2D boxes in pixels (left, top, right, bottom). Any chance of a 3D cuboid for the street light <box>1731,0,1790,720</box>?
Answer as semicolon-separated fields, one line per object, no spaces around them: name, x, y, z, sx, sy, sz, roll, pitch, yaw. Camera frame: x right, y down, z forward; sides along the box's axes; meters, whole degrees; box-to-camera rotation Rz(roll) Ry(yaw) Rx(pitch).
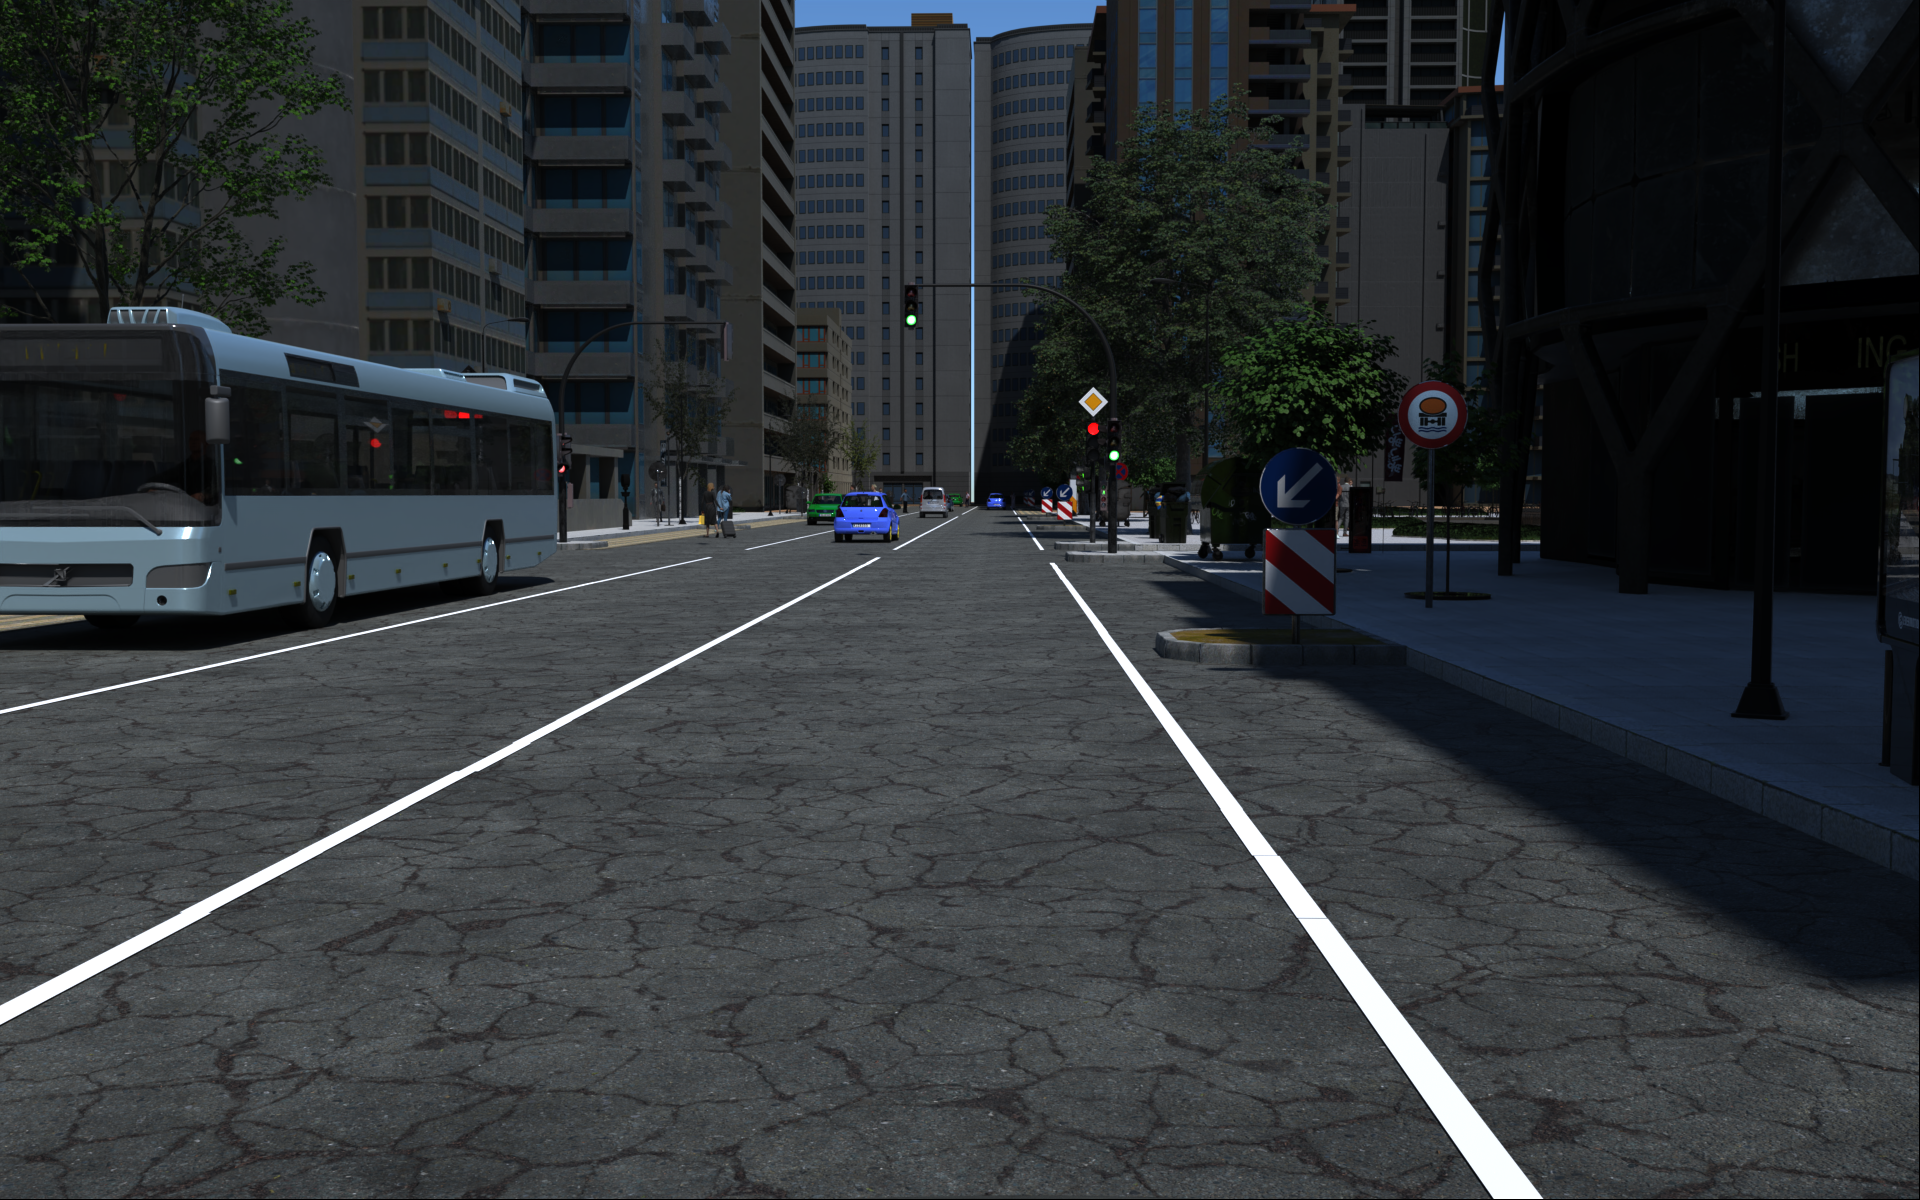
street light;4.078;-2.281;9.836;1.470;5.913;1.316;0;4;1

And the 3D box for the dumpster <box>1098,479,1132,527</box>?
dumpster;6.119;-3.816;68.151;1.264;1.857;1.865;0;4;2

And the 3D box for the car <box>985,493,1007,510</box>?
car;3.219;-8.799;153.461;1.945;1.707;3.694;0;4;0

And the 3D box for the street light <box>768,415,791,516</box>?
street light;-10.596;-7.895;101.630;1.470;5.913;1.316;0;4;1

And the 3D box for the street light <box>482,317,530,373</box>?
street light;-12.009;-4.473;45.679;1.470;5.913;1.316;0;4;1

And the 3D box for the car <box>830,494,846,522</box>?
car;-5.924;-4.990;91.371;2.009;1.686;4.222;0;4;0

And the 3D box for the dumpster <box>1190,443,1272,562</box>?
dumpster;5.322;-1.904;33.617;1.502;2.255;1.985;0;4;1

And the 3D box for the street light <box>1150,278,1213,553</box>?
street light;4.781;-3.967;37.403;1.470;5.913;1.316;0;4;1

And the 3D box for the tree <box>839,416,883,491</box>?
tree;-9.550;-13.052;163.768;4.737;8.622;4.395;0;3;0

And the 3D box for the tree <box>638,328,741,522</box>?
tree;-12.208;-7.738;76.883;4.360;8.622;3.978;0;3;0

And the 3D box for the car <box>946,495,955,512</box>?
car;-1.462;-7.929;141.641;2.014;1.417;4.499;0;4;3

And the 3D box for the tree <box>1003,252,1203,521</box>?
tree;6.785;-10.035;81.084;9.611;12.733;9.660;0;3;0

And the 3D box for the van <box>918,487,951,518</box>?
van;-1.574;-5.985;104.863;2.013;2.044;4.112;0;4;1

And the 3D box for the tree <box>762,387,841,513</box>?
tree;-11.179;-10.279;118.424;4.360;8.622;3.978;0;3;0

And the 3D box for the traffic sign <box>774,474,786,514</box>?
traffic sign;-11.445;-6.721;110.000;0.768;2.556;0.104;0;4;5

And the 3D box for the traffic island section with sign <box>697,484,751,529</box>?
traffic island section with sign;-9.613;-3.801;70.770;1.989;1.847;2.006;0;4;1

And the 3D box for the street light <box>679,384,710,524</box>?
street light;-11.226;-6.159;73.245;1.470;5.913;1.316;0;4;1

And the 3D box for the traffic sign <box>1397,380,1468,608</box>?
traffic sign;5.299;-1.186;19.490;0.768;2.556;0.104;1;4;8

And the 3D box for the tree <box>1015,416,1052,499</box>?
tree;10.283;-16.646;197.917;9.928;11.665;9.643;0;3;0

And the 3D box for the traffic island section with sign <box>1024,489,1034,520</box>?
traffic island section with sign;4.760;-5.429;97.395;1.989;1.847;2.006;0;4;1

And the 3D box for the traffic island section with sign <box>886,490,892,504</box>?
traffic island section with sign;-7.103;-10.190;175.228;1.989;1.847;2.006;0;4;1

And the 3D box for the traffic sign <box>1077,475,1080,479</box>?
traffic sign;7.503;-6.920;113.241;0.768;2.556;0.104;1;4;8

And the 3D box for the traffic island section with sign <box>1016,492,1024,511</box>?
traffic island section with sign;5.963;-8.526;148.022;1.989;1.847;2.006;0;4;1

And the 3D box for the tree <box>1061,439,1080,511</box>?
tree;8.491;-10.878;128.211;4.737;8.622;4.395;0;3;0

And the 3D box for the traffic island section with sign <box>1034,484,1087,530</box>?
traffic island section with sign;4.104;-3.763;70.155;1.989;1.847;2.006;0;4;1

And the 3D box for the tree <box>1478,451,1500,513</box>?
tree;35.993;-8.160;117.134;4.285;4.588;4.351;0;3;0

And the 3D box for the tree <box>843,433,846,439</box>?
tree;-10.967;-11.299;135.096;4.360;8.622;3.978;0;3;0

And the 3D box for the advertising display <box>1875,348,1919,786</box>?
advertising display;4.283;-0.153;7.720;0.123;1.923;0.974;1;4;15

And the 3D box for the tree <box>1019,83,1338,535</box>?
tree;6.889;-9.018;54.108;9.857;13.997;8.962;0;3;0

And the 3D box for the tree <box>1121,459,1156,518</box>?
tree;10.011;-6.717;93.544;4.285;4.588;4.351;0;3;0

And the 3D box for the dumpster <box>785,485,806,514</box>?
dumpster;-10.874;-6.645;114.409;1.264;1.857;1.865;0;4;1

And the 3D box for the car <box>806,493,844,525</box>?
car;-6.152;-4.411;80.923;1.959;1.807;4.718;0;4;-1

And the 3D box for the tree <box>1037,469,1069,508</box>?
tree;8.621;-10.638;157.645;4.285;4.588;4.351;0;3;0

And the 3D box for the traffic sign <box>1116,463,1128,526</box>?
traffic sign;6.339;-4.229;69.251;0.768;2.556;0.104;0;4;3

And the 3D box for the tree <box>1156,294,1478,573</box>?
tree;5.716;-2.750;28.679;4.285;4.588;4.351;0;3;0

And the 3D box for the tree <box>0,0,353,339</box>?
tree;-13.654;-6.237;27.726;9.928;11.665;9.643;0;3;0

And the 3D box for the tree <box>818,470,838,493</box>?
tree;-10.812;-8.855;139.381;1.663;3.219;1.824;0;3;0

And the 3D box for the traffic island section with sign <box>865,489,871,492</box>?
traffic island section with sign;-7.757;-8.517;147.882;1.989;1.847;2.006;0;4;1

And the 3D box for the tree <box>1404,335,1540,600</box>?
tree;5.946;-1.626;21.182;1.663;3.219;1.824;0;3;0

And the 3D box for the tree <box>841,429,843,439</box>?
tree;-11.042;-10.656;124.584;4.360;8.622;3.978;0;3;0

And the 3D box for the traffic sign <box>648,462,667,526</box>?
traffic sign;-11.967;-4.189;68.599;0.768;2.556;0.104;0;4;5

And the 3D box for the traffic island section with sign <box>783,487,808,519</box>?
traffic island section with sign;-8.944;-5.481;98.239;1.989;1.847;2.006;0;4;1

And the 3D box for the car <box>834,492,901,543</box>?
car;-2.786;-2.615;52.346;1.945;1.707;3.694;0;4;3

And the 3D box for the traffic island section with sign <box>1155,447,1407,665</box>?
traffic island section with sign;2.788;-0.420;15.490;1.989;1.847;2.006;0;4;1

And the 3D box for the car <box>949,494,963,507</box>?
car;-0.628;-11.424;195.578;1.959;1.807;4.718;0;4;2

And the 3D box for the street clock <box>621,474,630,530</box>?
street clock;-12.031;-3.532;62.325;0.358;2.002;0.471;-2;4;-26

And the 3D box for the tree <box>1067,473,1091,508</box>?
tree;8.513;-7.730;120.981;1.663;3.219;1.824;0;3;0
